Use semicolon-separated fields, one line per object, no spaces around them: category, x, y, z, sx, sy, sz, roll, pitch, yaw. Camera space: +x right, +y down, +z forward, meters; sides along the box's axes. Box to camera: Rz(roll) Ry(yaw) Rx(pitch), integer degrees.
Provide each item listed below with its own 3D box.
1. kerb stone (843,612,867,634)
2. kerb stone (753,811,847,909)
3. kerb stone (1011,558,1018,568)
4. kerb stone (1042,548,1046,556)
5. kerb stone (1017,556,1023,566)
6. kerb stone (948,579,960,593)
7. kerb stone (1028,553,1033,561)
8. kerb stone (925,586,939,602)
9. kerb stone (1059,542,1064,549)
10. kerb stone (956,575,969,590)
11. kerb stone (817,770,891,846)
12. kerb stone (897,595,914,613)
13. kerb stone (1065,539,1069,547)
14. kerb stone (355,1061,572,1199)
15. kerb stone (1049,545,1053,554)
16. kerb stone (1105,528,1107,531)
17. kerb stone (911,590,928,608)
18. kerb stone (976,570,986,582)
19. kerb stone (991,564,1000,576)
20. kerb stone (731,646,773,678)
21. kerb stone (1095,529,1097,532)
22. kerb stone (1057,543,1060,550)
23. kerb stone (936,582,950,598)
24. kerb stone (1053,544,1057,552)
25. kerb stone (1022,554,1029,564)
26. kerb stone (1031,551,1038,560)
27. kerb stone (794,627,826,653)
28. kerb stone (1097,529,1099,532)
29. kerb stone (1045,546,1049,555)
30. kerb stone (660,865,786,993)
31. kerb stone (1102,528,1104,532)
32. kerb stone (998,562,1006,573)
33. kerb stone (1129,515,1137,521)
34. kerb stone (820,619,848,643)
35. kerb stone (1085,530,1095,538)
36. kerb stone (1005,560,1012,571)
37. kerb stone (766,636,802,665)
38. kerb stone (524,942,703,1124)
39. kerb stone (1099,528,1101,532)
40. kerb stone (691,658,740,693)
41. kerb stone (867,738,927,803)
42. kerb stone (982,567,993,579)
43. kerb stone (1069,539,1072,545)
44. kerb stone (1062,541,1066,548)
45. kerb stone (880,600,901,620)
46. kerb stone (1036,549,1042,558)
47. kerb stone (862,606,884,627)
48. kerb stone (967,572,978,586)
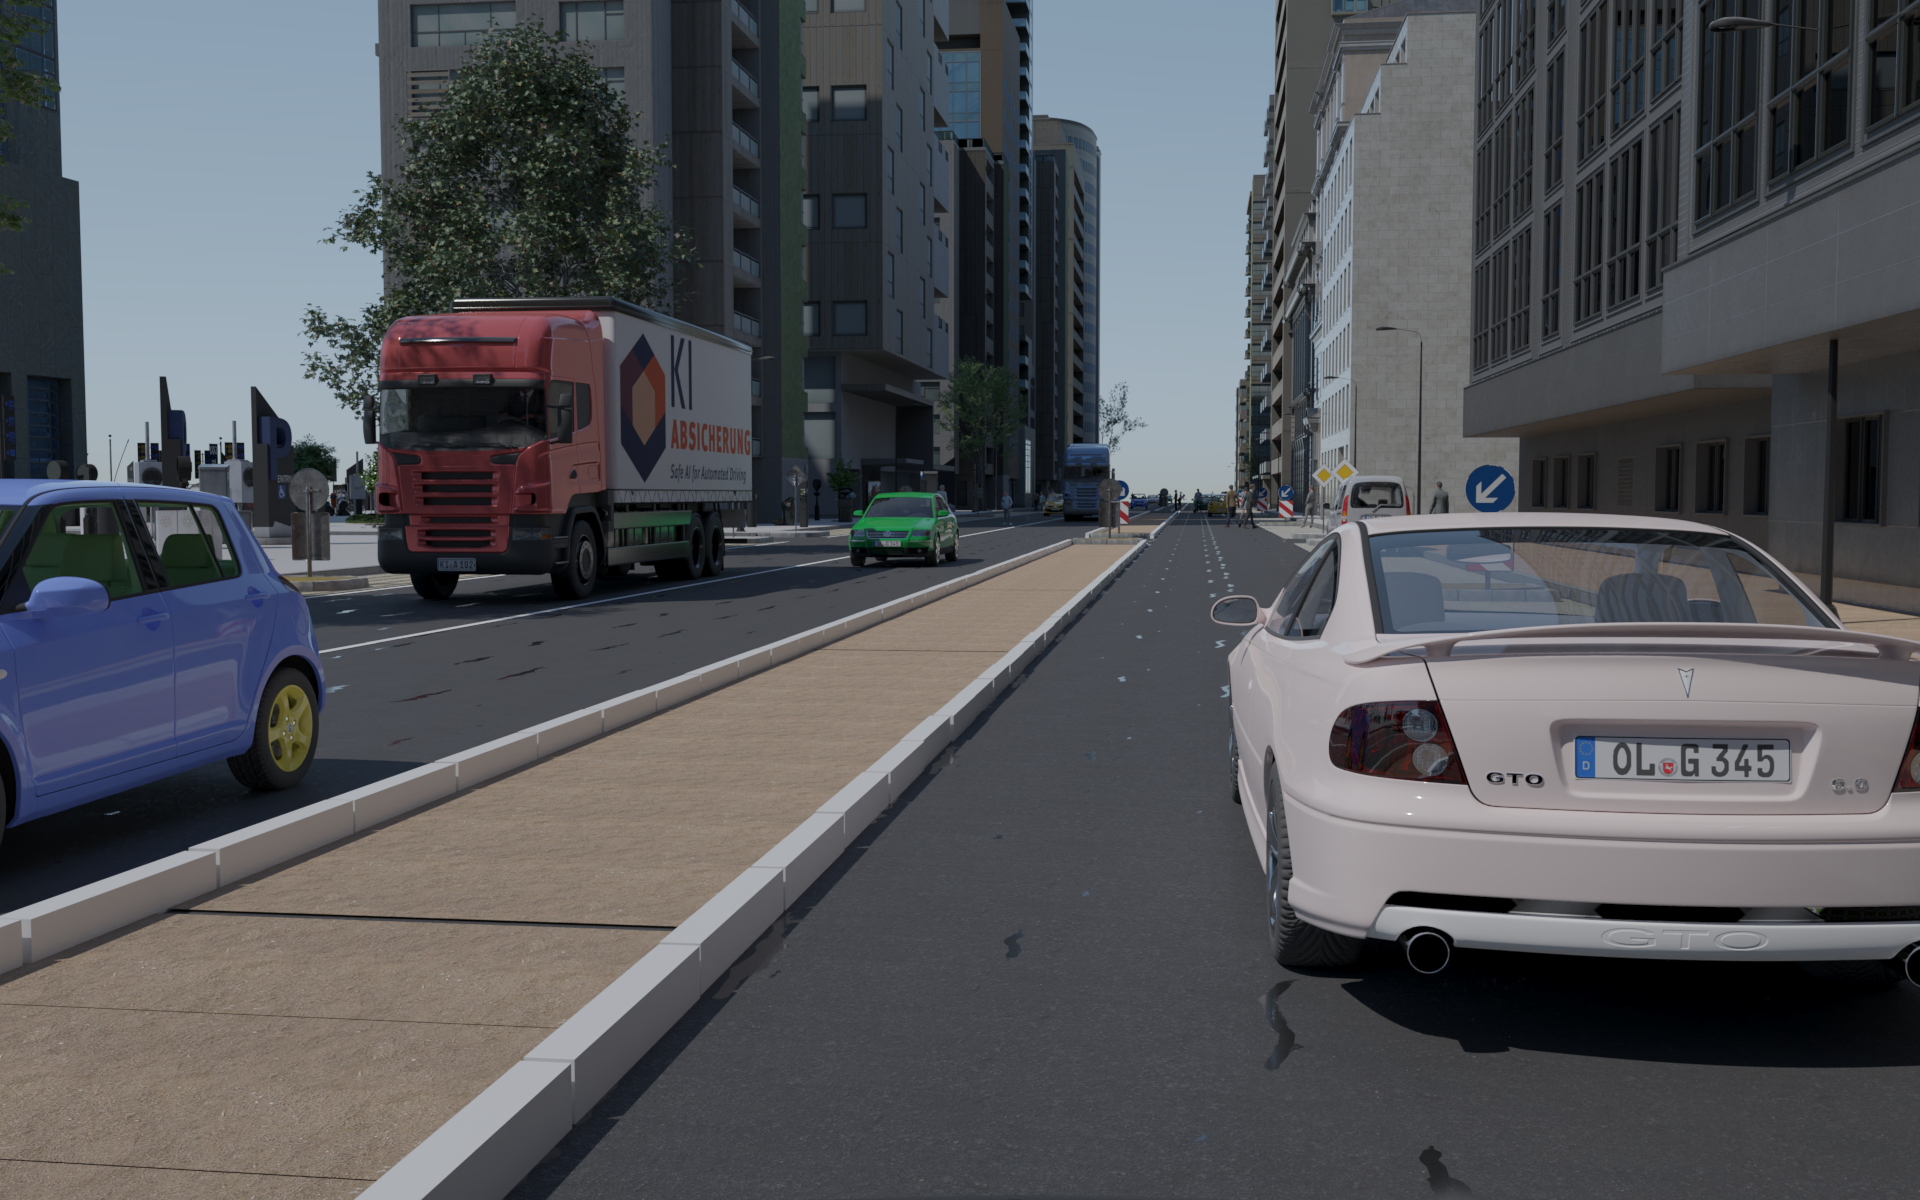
kerb stone;-1.138;0.261;17.931;0.120;0.150;1.000;0;4;8
kerb stone;-0.592;0.962;6.461;0.120;0.150;1.000;0;4;8
kerb stone;0.951;-0.673;33.193;0.120;0.150;1.000;0;4;8
kerb stone;1.788;-1.046;39.303;0.120;0.150;1.000;0;4;8
kerb stone;1.093;-0.735;34.206;0.120;0.150;1.000;0;4;8
kerb stone;-0.165;-0.174;25.041;0.120;0.150;1.000;0;4;8
kerb stone;1.363;-0.859;36.242;0.120;0.150;1.000;0;4;8
kerb stone;-0.440;-0.050;23.015;0.120;0.150;1.000;0;4;8
kerb stone;2.492;-1.355;44.384;0.120;0.150;1.000;0;4;8
kerb stone;-0.031;-0.236;26.059;0.120;0.150;1.000;0;4;8
kerb stone;-0.457;0.899;7.491;0.120;0.150;1.000;0;4;8
kerb stone;-0.724;0.075;20.974;0.120;0.150;1.000;0;4;8
kerb stone;2.765;-1.481;46.411;0.120;0.150;1.000;0;4;8
kerb stone;-1.003;1.148;3.421;0.120;0.150;1.000;0;4;8
kerb stone;2.065;-1.167;41.329;0.120;0.150;1.000;0;4;8
kerb stone;5.345;-2.631;65.266;0.120;0.150;1.000;0;4;8
kerb stone;-0.581;0.012;21.994;0.120;0.150;1.000;0;4;8
kerb stone;0.253;-0.352;28.087;0.120;0.150;1.000;0;4;8
kerb stone;0.529;-0.485;30.132;0.120;0.150;1.000;0;4;8
kerb stone;-1.698;0.509;13.869;0.120;0.150;1.000;0;4;8
kerb stone;4.514;-2.260;59.151;0.120;0.150;1.000;0;4;8
kerb stone;2.343;-1.295;43.373;0.120;0.150;1.000;0;4;8
kerb stone;-0.309;-0.112;24.029;0.120;0.150;1.000;0;4;8
kerb stone;2.215;-1.233;42.349;0.120;0.150;1.000;0;4;8
kerb stone;1.234;-0.797;35.228;0.120;0.150;1.000;0;4;8
kerb stone;1.510;-0.919;37.254;0.120;0.150;1.000;0;4;8
kerb stone;-1.418;0.385;15.897;0.120;0.150;1.000;0;4;8
kerb stone;4.657;-2.323;60.180;0.120;0.150;1.000;0;4;8
kerb stone;1.922;-1.108;40.317;0.120;0.150;1.000;0;4;8
kerb stone;-0.732;1.024;5.448;0.120;0.150;1.000;0;4;8
kerb stone;5.067;-2.509;63.225;0.120;0.150;1.000;0;4;8
kerb stone;0.670;-0.548;31.147;0.120;0.150;1.000;0;4;8
kerb stone;9.653;-4.559;96.732;0.120;0.150;1.000;0;4;8
kerb stone;-1.279;0.324;16.912;0.120;0.150;1.000;0;4;8
kerb stone;4.371;-2.198;58.130;0.120;0.150;1.000;0;4;8
kerb stone;0.811;-0.610;32.169;0.120;0.150;1.000;0;4;8
kerb stone;-1.554;0.447;14.884;0.120;0.150;1.000;0;4;8
kerb stone;-0.866;1.086;4.434;0.120;0.150;1.000;0;4;8
kerb stone;4.789;-2.385;61.194;0.120;0.150;1.000;0;4;8
kerb stone;-1.838;0.572;12.855;0.120;0.150;1.000;0;4;8
kerb stone;-0.313;0.837;8.504;0.120;0.150;1.000;0;4;8
kerb stone;0.390;-0.423;29.111;0.120;0.150;1.000;0;4;8
kerb stone;2.901;-1.543;47.426;0.120;0.150;1.000;0;4;8
kerb stone;2.628;-1.415;45.398;0.120;0.150;1.000;0;4;8
kerb stone;-0.856;0.137;19.960;0.120;0.150;1.000;0;4;8
kerb stone;1.647;-0.983;38.274;0.120;0.150;1.000;0;4;8
kerb stone;-1.004;0.199;18.945;0.120;0.150;1.000;0;4;8
kerb stone;0.116;-0.298;27.073;0.120;0.150;1.000;0;4;8
